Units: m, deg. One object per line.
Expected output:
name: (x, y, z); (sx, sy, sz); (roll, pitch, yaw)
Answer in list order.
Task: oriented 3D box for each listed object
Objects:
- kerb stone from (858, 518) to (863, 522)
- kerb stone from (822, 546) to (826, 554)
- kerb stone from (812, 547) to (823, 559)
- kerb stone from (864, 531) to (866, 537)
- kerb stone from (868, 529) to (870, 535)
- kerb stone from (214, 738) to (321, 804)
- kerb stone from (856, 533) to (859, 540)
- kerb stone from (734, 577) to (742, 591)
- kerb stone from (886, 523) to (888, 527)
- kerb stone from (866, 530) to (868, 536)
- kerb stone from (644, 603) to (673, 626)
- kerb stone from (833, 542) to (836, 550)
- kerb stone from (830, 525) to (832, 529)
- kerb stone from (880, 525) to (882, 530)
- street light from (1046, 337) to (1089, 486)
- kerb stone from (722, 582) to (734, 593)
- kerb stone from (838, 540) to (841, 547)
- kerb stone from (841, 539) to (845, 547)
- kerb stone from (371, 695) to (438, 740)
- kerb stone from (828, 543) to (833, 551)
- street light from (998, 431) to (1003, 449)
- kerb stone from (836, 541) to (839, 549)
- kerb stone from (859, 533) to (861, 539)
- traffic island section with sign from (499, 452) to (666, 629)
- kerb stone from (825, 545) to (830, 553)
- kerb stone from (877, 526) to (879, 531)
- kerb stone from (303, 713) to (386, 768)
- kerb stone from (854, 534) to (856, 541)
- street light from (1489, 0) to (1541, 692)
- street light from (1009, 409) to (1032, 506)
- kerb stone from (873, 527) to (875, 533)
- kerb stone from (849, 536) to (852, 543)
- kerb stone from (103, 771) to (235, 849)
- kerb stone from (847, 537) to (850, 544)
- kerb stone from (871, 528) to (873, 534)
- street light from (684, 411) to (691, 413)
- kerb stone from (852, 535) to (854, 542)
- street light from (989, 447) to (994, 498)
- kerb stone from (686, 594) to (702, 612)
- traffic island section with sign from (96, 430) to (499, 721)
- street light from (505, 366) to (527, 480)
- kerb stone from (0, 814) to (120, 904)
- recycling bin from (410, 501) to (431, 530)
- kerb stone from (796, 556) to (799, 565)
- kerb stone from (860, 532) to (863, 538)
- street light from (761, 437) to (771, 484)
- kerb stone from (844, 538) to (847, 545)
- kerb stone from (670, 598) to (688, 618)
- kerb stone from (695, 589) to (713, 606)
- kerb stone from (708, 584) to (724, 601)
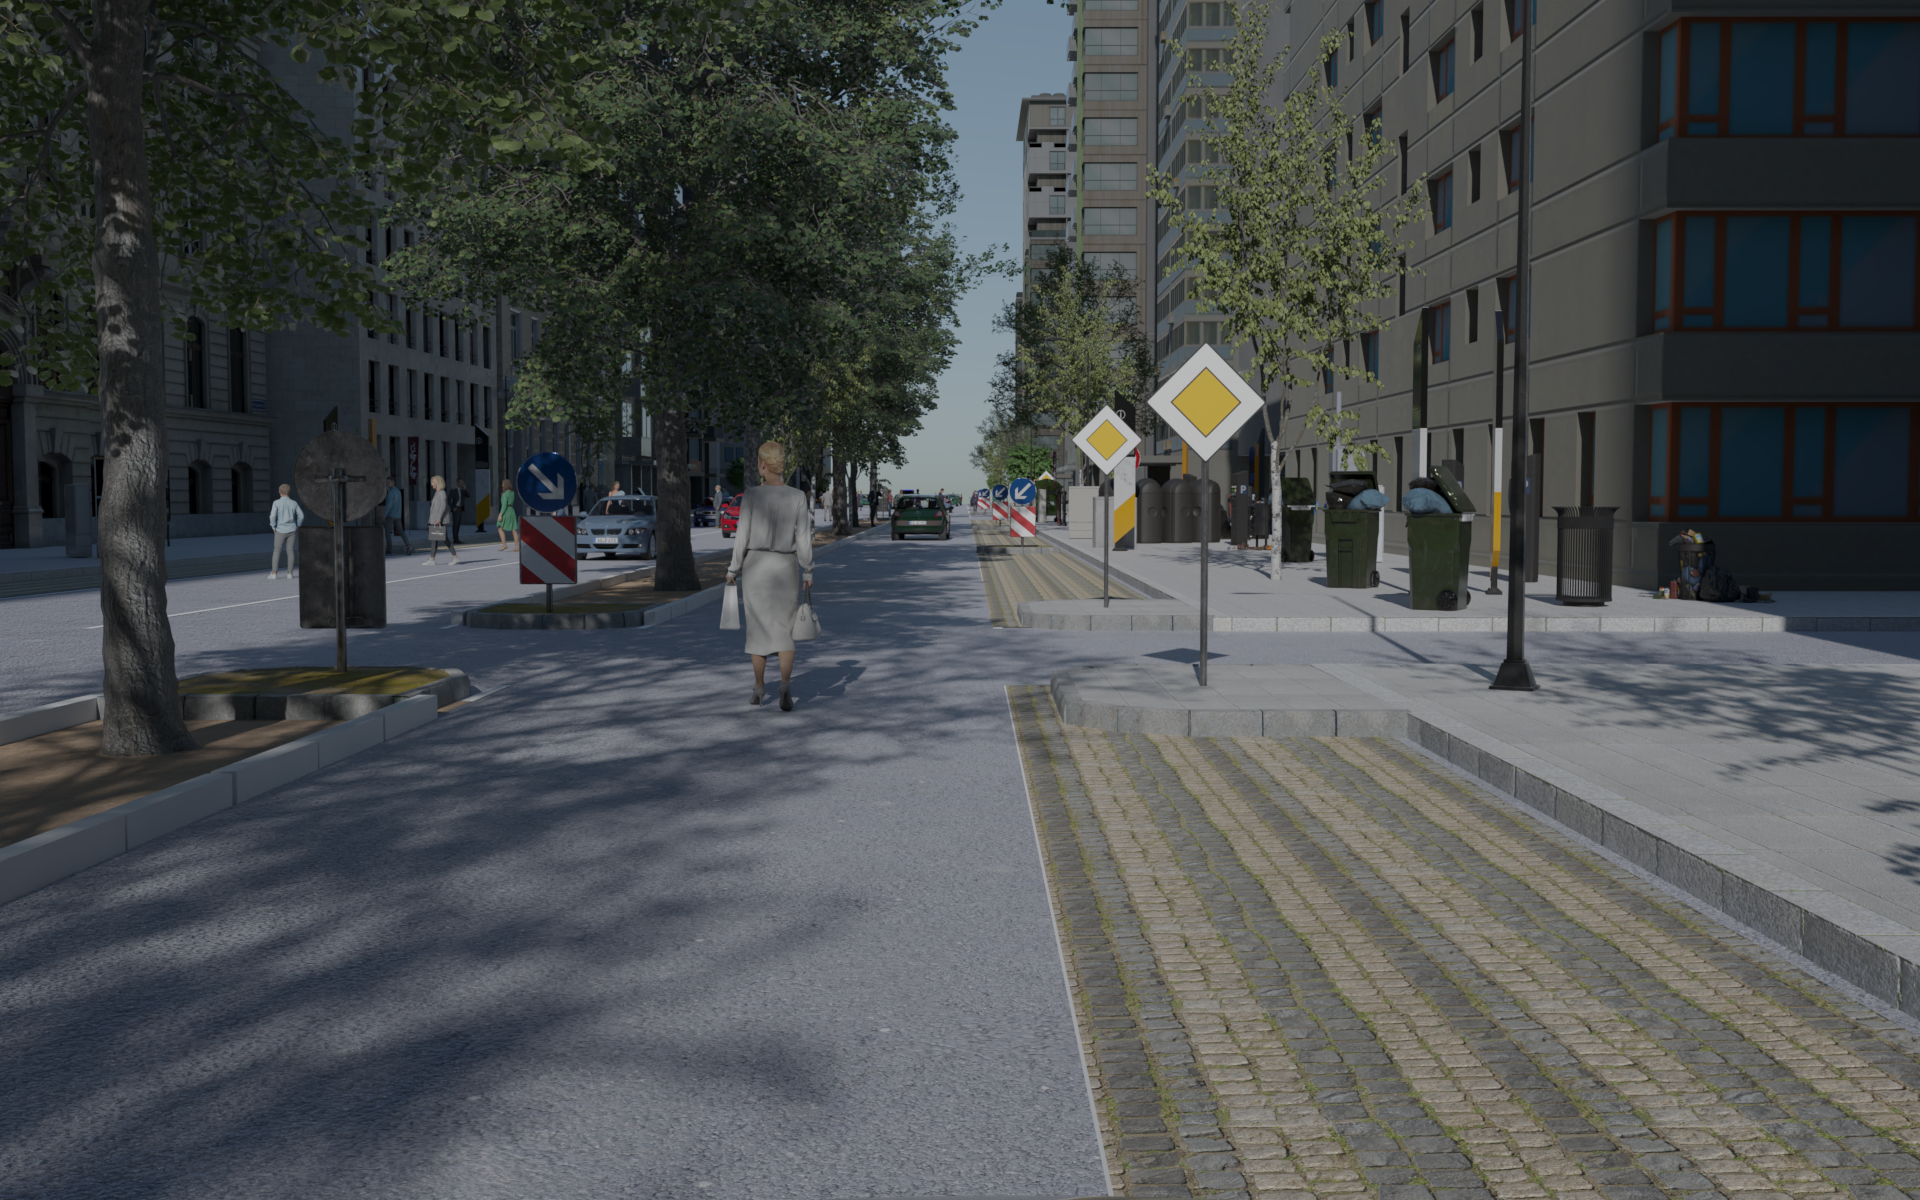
kerb stone: (-5.273, -4.338, 93.125); (0.120, 0.150, 1.000); (0, 4, 0)
kerb stone: (-3.319, -1.140, 40.868); (0.120, 0.150, 1.000); (0, 4, 0)
kerb stone: (-3.314, -1.071, 39.847); (0.120, 0.150, 1.000); (0, 4, 0)
kerb stone: (-3.265, -2.136, 57.272); (0.120, 0.150, 1.000); (0, 4, 0)
kerb stone: (-3.270, -2.271, 59.332); (0.120, 0.150, 1.000); (0, 4, 0)
kerb stone: (-3.400, 0.837, 8.504); (0.120, 0.150, 1.000); (0, 4, 0)
kerb stone: (-3.278, -1.894, 53.178); (0.120, 0.150, 1.000); (0, 4, 0)
kerb stone: (-3.358, -0.203, 25.507); (0.120, 0.150, 1.000); (0, 4, 0)
kerb stone: (-3.221, -3.085, 72.643); (0.120, 0.150, 1.000); (0, 4, 0)
kerb stone: (-3.266, -2.208, 58.303); (0.120, 0.150, 1.000); (0, 4, 0)
kerb stone: (-3.378, 0.174, 19.357); (0.120, 0.150, 1.000); (0, 4, 0)
kerb stone: (-3.308, -1.330, 43.943); (0.120, 0.150, 1.000); (0, 4, 0)
kerb stone: (-5.328, -2.897, 69.569); (0.120, 0.150, 1.000); (0, 4, 0)
kerb stone: (-3.232, -2.771, 67.518); (0.120, 0.150, 1.000); (0, 4, 0)
street light: (3.248, -4.820, 51.340); (1.470, 5.913, 1.316); (0, 4, 0)
kerb stone: (-3.360, -0.140, 24.485); (0.120, 0.150, 1.000); (0, 4, 0)
kerb stone: (-3.310, -1.455, 45.987); (0.120, 0.150, 1.000); (0, 4, 0)
kerb stone: (-3.292, -1.518, 47.017); (0.120, 0.150, 1.000); (0, 4, 0)
kerb stone: (-3.400, 0.711, 10.566); (0.120, 0.150, 1.000); (0, 4, 0)
kerb stone: (-3.308, -1.268, 42.921); (0.120, 0.150, 1.000); (0, 4, 0)
street light: (3.492, -9.464, 127.277); (1.470, 5.913, 1.316); (0, 4, 0)
kerb stone: (-3.303, -1.390, 44.965); (0.120, 0.150, 1.000); (0, 4, 0)
kerb stone: (-3.276, -1.954, 54.206); (0.120, 0.150, 1.000); (0, 4, 0)
traffic island section with sign: (-4.429, -0.681, 19.263); (2.006, 1.907, 1.989); (0, 4, 0)
kerb stone: (-3.313, -1.201, 41.893); (0.120, 0.150, 1.000); (0, 4, 0)
kerb stone: (-3.248, -2.647, 65.467); (0.120, 0.150, 1.000); (0, 4, 0)
kerb stone: (-3.402, 0.775, 9.532); (0.120, 0.150, 1.000); (0, 4, 0)
kerb stone: (-3.288, -1.832, 52.148); (0.120, 0.150, 1.000); (0, 4, 0)
street light: (3.118, -2.368, 11.252); (1.470, 5.913, 1.316); (0, 4, 0)
street light: (3.337, -7.440, 94.178); (1.470, 5.913, 1.316); (0, 4, 0)
kerb stone: (-3.255, -2.459, 62.401); (0.120, 0.150, 1.000); (0, 4, 0)
kerb stone: (-3.293, -1.705, 50.096); (0.120, 0.150, 1.000); (0, 4, 0)
kerb stone: (-3.411, 0.904, 7.473); (0.120, 0.150, 1.000); (0, 4, 0)
kerb stone: (-3.290, -1.644, 49.068); (0.120, 0.150, 1.000); (0, 4, 0)
kerb stone: (-3.252, -2.388, 61.379); (0.120, 0.150, 1.000); (0, 4, 0)
street light: (-15.635, -7.580, 96.468); (1.470, 5.913, 1.316); (0, 4, 0)
kerb stone: (-3.285, -1.766, 51.126); (0.120, 0.150, 1.000); (0, 4, 0)
street light: (3.495, -12.114, 170.600); (1.470, 5.913, 1.316); (0, 4, 0)
kerb stone: (-3.359, 0.056, 21.414); (0.120, 0.150, 1.000); (0, 4, 0)
traffic island section with sign: (-4.460, -0.227, 11.856); (2.006, 1.907, 1.989); (0, 4, 0)
street light: (-15.747, -5.486, 62.244); (1.470, 5.913, 1.316); (0, 4, 0)
kerb stone: (-3.409, 0.963, 6.444); (0.120, 0.150, 1.000); (0, 4, 0)
recycling bin: (-19.136, -3.008, 61.734); (0.722, 1.027, 0.722); (-3, 4, -38)
kerb stone: (-3.325, -0.890, 36.778); (0.120, 0.150, 1.000); (0, 4, 0)
kerb stone: (-3.267, -2.020, 55.228); (0.120, 0.150, 1.000); (0, 4, 0)
street light: (-15.447, -10.220, 139.633); (1.470, 5.913, 1.316); (0, 4, 0)
kerb stone: (-3.298, -1.581, 48.046); (0.120, 0.150, 1.000); (0, 4, 0)
kerb stone: (-3.369, 0.111, 20.385); (0.120, 0.150, 1.000); (0, 4, 0)
kerb stone: (-3.363, -0.012, 22.436); (0.120, 0.150, 1.000); (0, 4, 0)
kerb stone: (-3.361, -0.077, 23.460); (0.120, 0.150, 1.000); (0, 4, 0)
